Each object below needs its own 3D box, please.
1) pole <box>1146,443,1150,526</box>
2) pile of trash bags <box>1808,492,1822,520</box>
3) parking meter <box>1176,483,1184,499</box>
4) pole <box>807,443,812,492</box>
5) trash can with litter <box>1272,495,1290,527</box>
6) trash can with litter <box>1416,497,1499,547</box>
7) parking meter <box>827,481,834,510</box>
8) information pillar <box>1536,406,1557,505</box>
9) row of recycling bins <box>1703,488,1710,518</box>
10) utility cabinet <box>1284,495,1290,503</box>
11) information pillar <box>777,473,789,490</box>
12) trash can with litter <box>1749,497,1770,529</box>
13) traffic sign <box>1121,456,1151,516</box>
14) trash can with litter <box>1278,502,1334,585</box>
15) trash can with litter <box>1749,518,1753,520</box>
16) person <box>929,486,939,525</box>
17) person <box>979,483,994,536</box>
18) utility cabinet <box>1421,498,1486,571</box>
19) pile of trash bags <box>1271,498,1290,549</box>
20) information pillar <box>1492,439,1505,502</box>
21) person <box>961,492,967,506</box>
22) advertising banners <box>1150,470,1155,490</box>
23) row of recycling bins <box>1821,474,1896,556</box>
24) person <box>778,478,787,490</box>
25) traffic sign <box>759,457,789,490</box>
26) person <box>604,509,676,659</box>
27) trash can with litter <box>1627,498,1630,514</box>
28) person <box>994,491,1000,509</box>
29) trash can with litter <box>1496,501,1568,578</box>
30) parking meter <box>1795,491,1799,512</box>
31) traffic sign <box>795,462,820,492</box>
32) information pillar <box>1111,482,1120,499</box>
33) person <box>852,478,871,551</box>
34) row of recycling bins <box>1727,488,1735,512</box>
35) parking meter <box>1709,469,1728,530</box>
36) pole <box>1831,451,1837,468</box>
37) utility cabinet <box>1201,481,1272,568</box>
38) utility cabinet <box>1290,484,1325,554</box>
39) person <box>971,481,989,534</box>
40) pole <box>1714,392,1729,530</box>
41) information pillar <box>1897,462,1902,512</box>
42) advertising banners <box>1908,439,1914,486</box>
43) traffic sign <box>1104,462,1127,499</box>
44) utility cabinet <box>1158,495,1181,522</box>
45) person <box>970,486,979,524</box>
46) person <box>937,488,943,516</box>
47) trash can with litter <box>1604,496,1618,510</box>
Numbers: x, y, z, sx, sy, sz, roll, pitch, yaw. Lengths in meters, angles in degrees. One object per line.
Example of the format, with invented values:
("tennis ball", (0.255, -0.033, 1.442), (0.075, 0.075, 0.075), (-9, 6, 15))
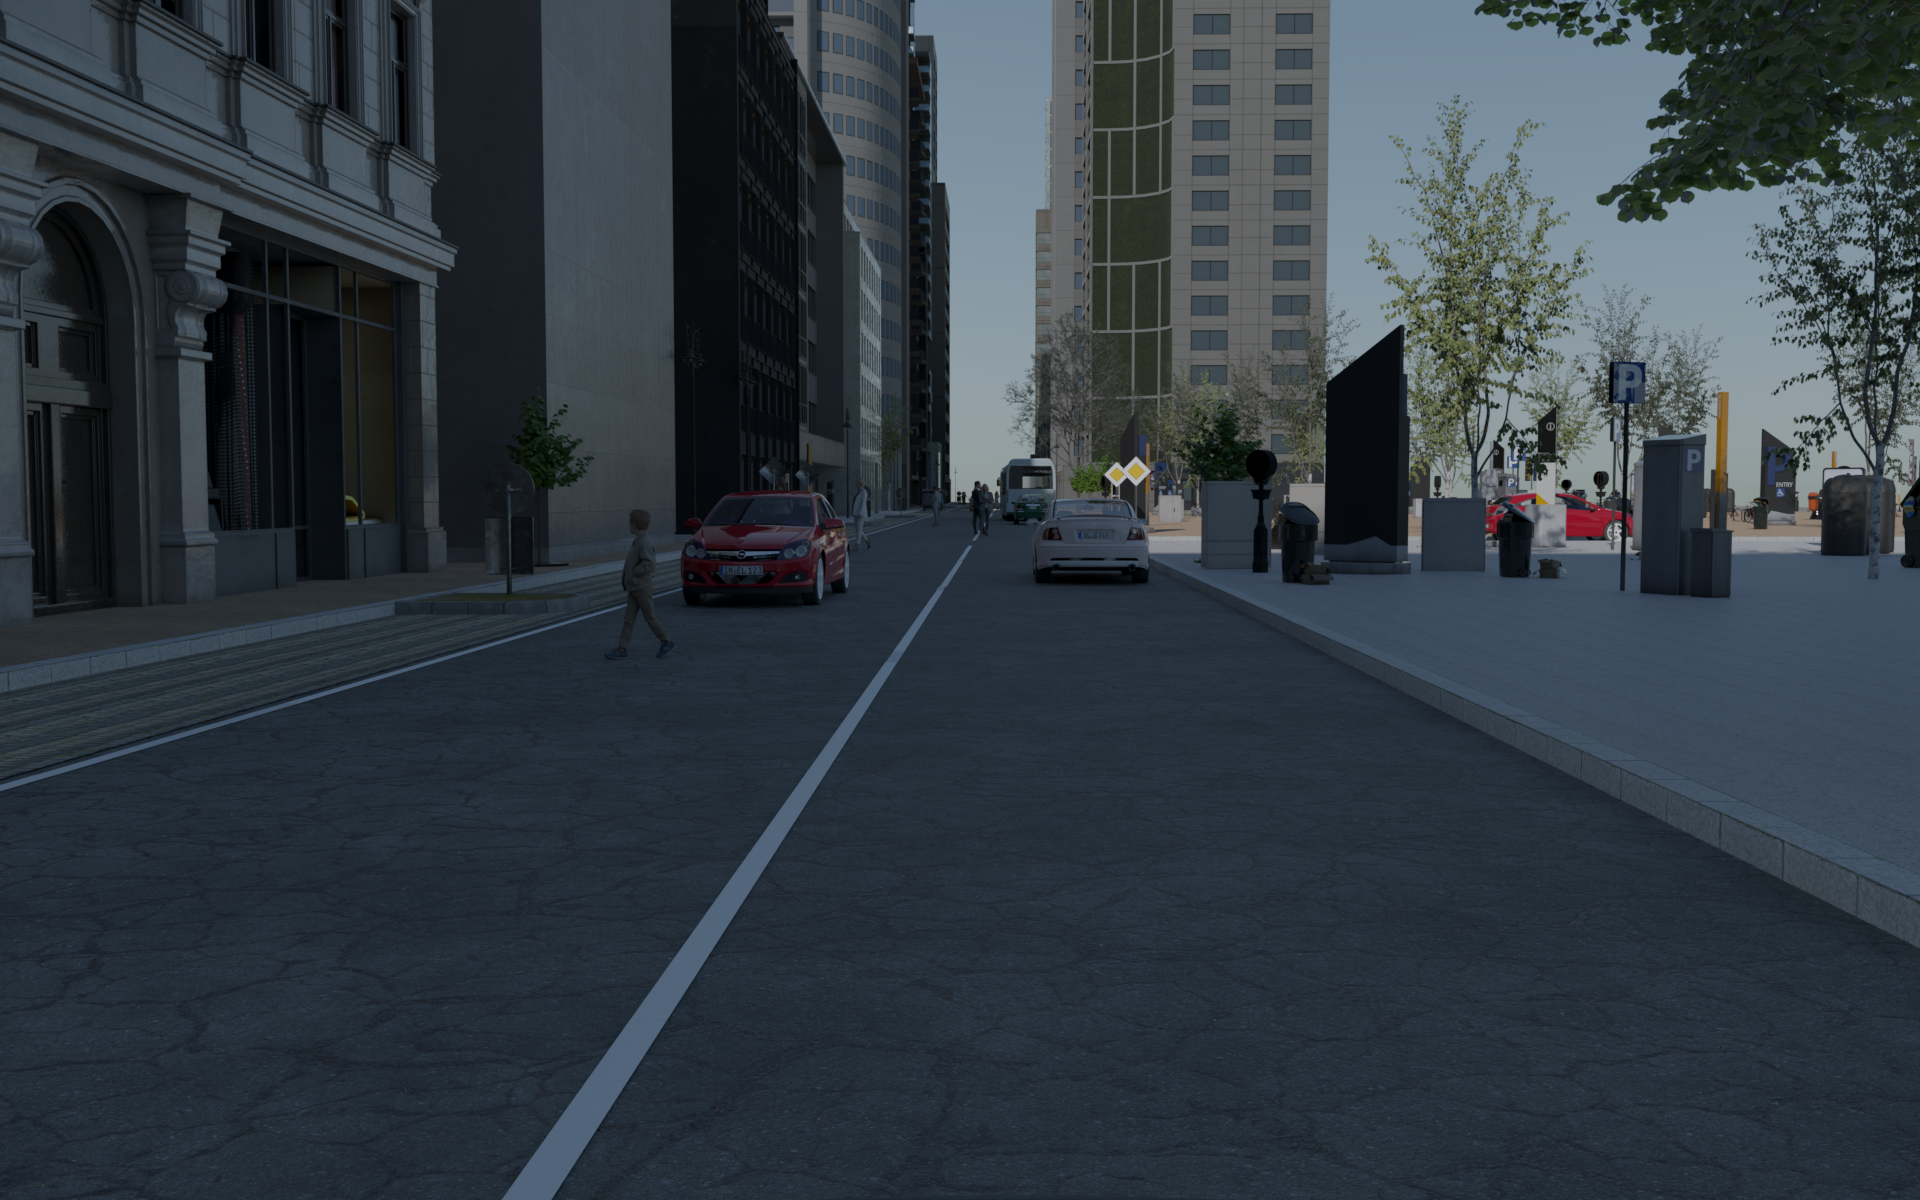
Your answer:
("pole", (7.528, -4.646, 69.809), (0.158, 3.312, 0.155), (0, 3, 0))
("pile of trash bags", (43.500, -4.712, 86.785), (3.447, 1.369, 1.912), (-3, 4, -37))
("parking meter", (11.434, -5.162, 90.113), (0.399, 1.863, 0.255), (0, 4, -4))
("pole", (-6.077, -4.649, 69.855), (0.158, 3.312, 0.155), (0, 3, 0))
("trash can with litter", (11.636, -3.455, 67.550), (2.233, 1.210, 1.678), (0, 4, -3))
("trash can with litter", (12.287, -1.893, 42.007), (2.233, 1.210, 1.678), (1, 4, 21))
("parking meter", (-5.736, -4.342, 76.699), (0.255, 1.863, 0.399), (1, 4, 12))
("information pillar", (15.569, -3.339, 45.943), (0.504, 3.616, 0.183), (2, 4, 27))
("row of recycling bins", (38.005, -5.229, 92.606), (3.534, 1.692, 1.069), (1, 4, 14))
("utility cabinet", (21.621, -6.225, 112.942), (1.020, 1.237, 0.306), (-2, 4, -26))
("information pillar", (-6.281, -3.492, 61.581), (0.304, 2.012, 0.304), (3, 5, 45))
("trash can with litter", (29.159, -3.165, 63.135), (0.624, 1.170, 1.055), (2, 4, 30))
("traffic sign", (4.695, -2.606, 46.243), (0.795, 2.450, 0.064), (0, 4, 1))
("trash can with litter", (5.022, -0.825, 24.874), (0.624, 1.170, 1.055), (-1, 4, -20))
("trash can with litter", (40.496, -4.683, 87.622), (2.233, 1.210, 1.678), (-2, 4, -26))
("person", (-1.184, -4.313, 79.196), (0.466, 1.800, 0.511), (0, 4, 2))
("person", (0.922, -3.132, 59.891), (0.537, 1.800, 0.526), (0, 4, -1))
("utility cabinet", (8.228, -1.085, 28.895), (1.020, 1.237, 0.306), (1, 4, 12))
("pile of trash bags", (7.534, -1.843, 39.888), (3.447, 1.369, 1.912), (0, 4, 3))
("information pillar", (22.958, -5.050, 73.920), (0.504, 3.616, 0.183), (2, 4, 34))
("person", (0.447, -12.629, 215.715), (1.217, 1.736, 0.721), (-3, 5, -41))
("advertising banners", (14.954, -8.045, 127.720), (2.074, 3.025, 0.090), (1, 4, 17))
("row of recycling bins", (19.332, -1.837, 37.141), (1.069, 1.692, 3.534), (3, 5, 39))
("person", (-4.050, -1.850, 39.025), (0.520, 1.790, 0.573), (-1, 4, -18))
("traffic sign", (-4.995, -2.622, 46.516), (0.795, 2.450, 0.064), (0, 4, 1))
("person", (-2.774, -0.141, 15.084), (0.640, 1.303, 0.475), (-3, 4, -36))
("trash can with litter", (25.096, -3.216, 63.966), (1.055, 1.170, 0.624), (-3, 5, -41))
("person", (3.634, -9.881, 170.717), (0.621, 1.740, 0.551), (2, 4, 29))
("trash can with litter", (8.809, -0.935, 26.675), (1.055, 1.170, 0.624), (2, 4, 27))
("parking meter", (61.302, -7.252, 126.979), (0.372, 1.533, 0.369), (0, 3, 0))
("traffic sign", (-4.786, -3.110, 54.499), (0.795, 2.450, 0.064), (0, 4, 1))
("information pillar", (5.626, -3.554, 62.592), (0.304, 2.012, 0.304), (0, 4, 7))
("person", (-2.481, -2.171, 43.872), (0.514, 1.842, 0.818), (3, 5, 42))
("row of recycling bins", (53.291, -7.067, 122.664), (1.069, 1.692, 3.534), (-2, 4, -27))
("parking meter", (17.967, -2.159, 41.012), (0.399, 1.863, 0.255), (-3, 4, -37))
("pole", (41.626, -5.425, 82.544), (0.158, 3.312, 0.155), (0, 3, 0))
("utility cabinet", (4.757, -1.293, 29.824), (1.173, 1.500, 0.318), (-1, 4, -12))
("utility cabinet", (7.551, -1.723, 36.849), (0.318, 1.500, 1.173), (-3, 4, -36))
("person", (0.692, -3.290, 61.659), (0.474, 1.900, 0.648), (-3, 4, -37))
("pole", (15.233, -2.497, 34.663), (0.158, 3.312, 0.155), (0, 3, 0))
("information pillar", (67.662, -8.153, 124.657), (0.183, 3.616, 0.504), (3, 5, 44))
("advertising banners", (30.722, -3.631, 55.560), (2.074, 3.025, 0.090), (-3, 5, -44))
("traffic sign", (4.904, -3.094, 54.226), (0.795, 2.450, 0.064), (0, 4, 1))
("utility cabinet", (9.644, -4.185, 79.589), (1.020, 1.237, 0.306), (0, 4, -3))
("person", (0.832, -4.619, 83.890), (0.748, 1.841, 0.638), (-1, 4, -23))
("person", (-1.438, -6.457, 113.933), (0.638, 1.841, 0.748), (-1, 4, -13))
("trash can with litter", (21.740, -2.790, 56.666), (2.233, 1.210, 1.678), (2, 4, 26))
